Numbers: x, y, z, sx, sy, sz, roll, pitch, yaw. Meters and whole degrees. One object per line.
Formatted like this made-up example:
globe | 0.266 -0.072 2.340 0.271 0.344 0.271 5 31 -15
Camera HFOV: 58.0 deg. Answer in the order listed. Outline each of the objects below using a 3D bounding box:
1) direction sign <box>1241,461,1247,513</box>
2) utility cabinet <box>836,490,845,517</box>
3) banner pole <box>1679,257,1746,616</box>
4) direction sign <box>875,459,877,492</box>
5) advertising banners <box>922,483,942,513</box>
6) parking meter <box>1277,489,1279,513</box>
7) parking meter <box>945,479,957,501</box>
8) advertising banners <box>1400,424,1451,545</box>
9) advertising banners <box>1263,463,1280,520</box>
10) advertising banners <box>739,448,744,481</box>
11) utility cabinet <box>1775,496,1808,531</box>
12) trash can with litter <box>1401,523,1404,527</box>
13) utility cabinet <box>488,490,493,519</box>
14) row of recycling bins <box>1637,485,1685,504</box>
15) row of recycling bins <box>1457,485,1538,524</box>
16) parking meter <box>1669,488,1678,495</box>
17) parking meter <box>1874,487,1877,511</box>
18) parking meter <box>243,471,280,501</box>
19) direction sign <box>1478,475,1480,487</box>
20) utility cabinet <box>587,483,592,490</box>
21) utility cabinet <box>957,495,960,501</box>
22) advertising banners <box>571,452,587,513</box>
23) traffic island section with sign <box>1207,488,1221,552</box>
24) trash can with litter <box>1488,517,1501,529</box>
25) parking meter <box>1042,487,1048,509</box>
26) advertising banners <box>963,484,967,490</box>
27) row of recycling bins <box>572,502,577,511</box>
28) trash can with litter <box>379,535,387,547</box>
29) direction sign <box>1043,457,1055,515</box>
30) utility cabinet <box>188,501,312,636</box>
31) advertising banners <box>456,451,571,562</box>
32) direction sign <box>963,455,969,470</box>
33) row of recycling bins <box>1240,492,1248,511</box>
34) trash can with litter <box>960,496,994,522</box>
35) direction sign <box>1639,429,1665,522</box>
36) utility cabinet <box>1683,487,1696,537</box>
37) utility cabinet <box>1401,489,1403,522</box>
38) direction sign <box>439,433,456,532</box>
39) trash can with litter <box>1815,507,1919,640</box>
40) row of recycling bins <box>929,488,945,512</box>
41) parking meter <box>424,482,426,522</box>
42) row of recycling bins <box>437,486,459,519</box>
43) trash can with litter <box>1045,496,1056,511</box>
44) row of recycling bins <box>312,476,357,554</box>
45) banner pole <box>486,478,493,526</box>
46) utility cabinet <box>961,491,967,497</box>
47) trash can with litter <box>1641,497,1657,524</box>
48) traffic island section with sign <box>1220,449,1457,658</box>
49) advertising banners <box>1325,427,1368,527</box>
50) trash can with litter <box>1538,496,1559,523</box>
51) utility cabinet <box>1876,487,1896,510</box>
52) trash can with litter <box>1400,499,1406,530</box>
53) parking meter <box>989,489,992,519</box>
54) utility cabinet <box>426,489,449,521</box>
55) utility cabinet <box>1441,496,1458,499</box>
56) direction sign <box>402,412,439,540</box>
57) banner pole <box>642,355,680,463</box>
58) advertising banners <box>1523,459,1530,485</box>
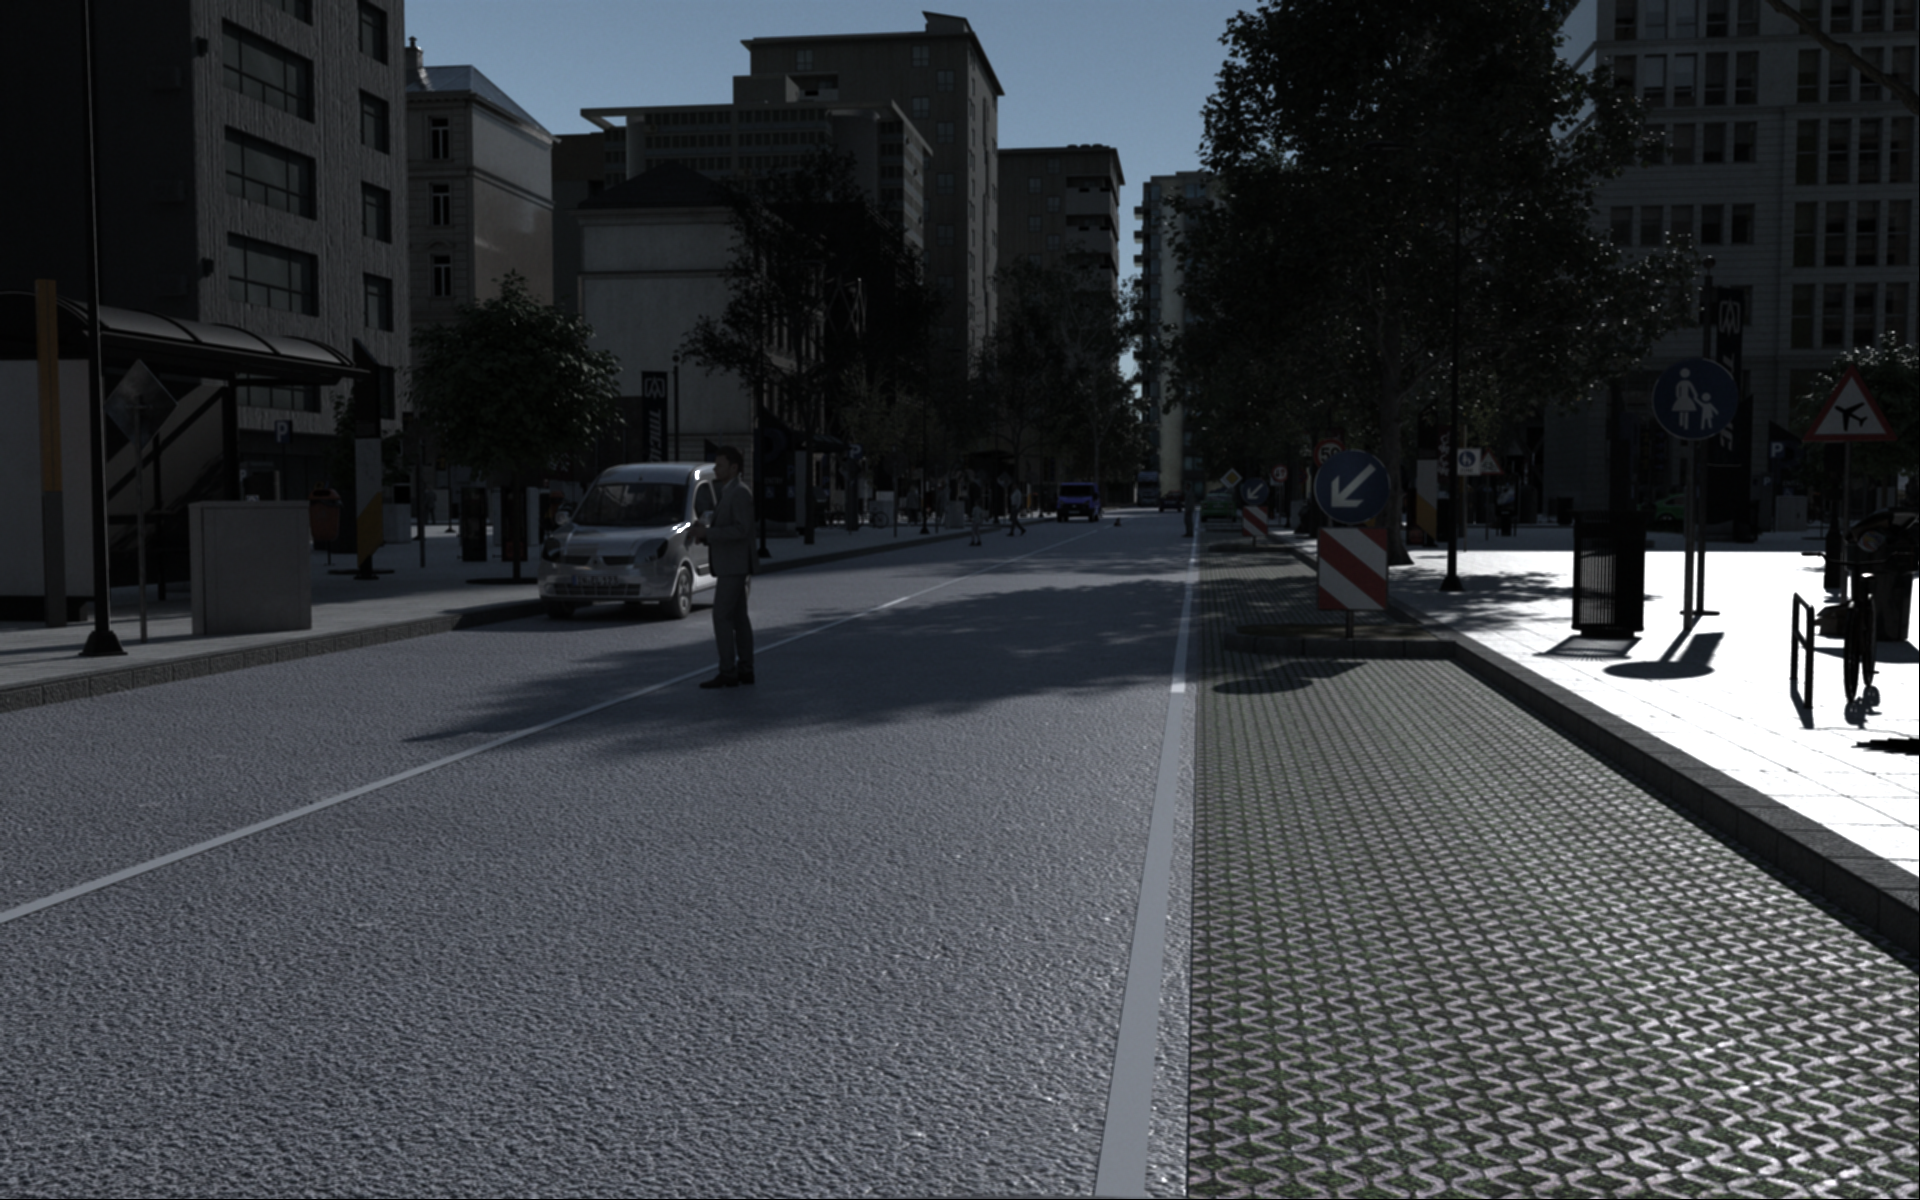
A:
direction sign | 19.549 -7.772 119.066 0.379 3.537 0.876 2 4 28
utility cabinet | -6.852 -5.378 96.613 1.173 1.500 0.318 3 5 45
banner pole | 8.089 -1.742 18.491 0.863 3.779 0.401 -2 4 -32
direction sign | -4.738 -6.475 97.861 0.379 3.537 0.876 -1 4 -10
advertising banners | -2.055 -7.056 111.549 2.074 3.025 0.090 -1 4 -14
parking meter | 21.603 -6.806 116.984 0.255 1.863 0.399 -2 4 -29
parking meter | -0.340 -3.715 66.453 0.399 1.863 0.255 3 5 40
advertising banners | 11.434 -2.893 43.493 2.074 3.025 0.090 0 4 -6
advertising banners | 15.722 -5.573 87.302 0.090 3.025 2.074 -1 4 -17
advertising banners | -8.888 -4.332 67.017 0.090 3.025 2.074 -3 4 -38
utility cabinet | 28.575 -2.959 59.545 1.020 1.237 0.306 0 4 -7
trash can with litter | 15.986 -3.246 64.462 1.055 1.170 0.624 1 4 21
utility cabinet | -22.935 -4.740 86.174 1.173 1.500 0.318 2 4 33
row of recycling bins | 30.776 -4.268 76.887 3.534 1.692 1.069 -1 4 -21
row of recycling bins | 23.103 -4.141 74.824 3.534 1.692 1.069 0 4 1
parking meter | 29.293 -3.837 71.138 0.372 1.533 0.369 0 3 0
parking meter | 40.858 -4.362 77.030 0.399 1.863 0.255 2 4 28
parking meter | -7.670 -0.650 19.046 0.372 1.533 0.369 0 3 0
direction sign | 29.993 -6.613 100.123 0.379 3.537 0.876 1 4 13
utility cabinet | -6.826 -1.580 34.516 1.173 1.500 0.318 1 4 17
utility cabinet | -0.548 -7.771 138.217 1.020 1.237 0.306 0 4 3
advertising banners | -7.446 -2.391 35.284 2.074 3.025 0.090 1 4 23
traffic island section with sign | 7.195 -2.104 43.031 1.989 1.847 2.006 0 4 8
trash can with litter | 19.830 -3.207 63.816 0.624 1.170 1.055 -1 4 -16
parking meter | 6.726 -8.056 137.428 0.399 1.863 0.255 -1 4 -13
advertising banners | 0.658 -6.575 103.683 0.090 3.025 2.074 2 4 30
row of recycling bins | -12.209 -3.161 58.801 1.069 1.692 3.534 -3 5 -41
trash can with litter | -14.370 -1.862 41.830 0.624 1.170 1.055 1 4 14
direction sign | 5.450 -6.967 105.903 0.876 3.537 0.379 3 5 41
utility cabinet | -6.593 -0.302 16.106 0.306 1.237 1.020 3 5 43
advertising banners | -8.514 -2.246 32.905 2.074 3.025 0.090 0 4 -3
direction sign | 0.632 -6.640 100.554 0.876 3.537 0.379 1 4 13
row of recycling bins | 23.017 -7.911 136.458 1.069 1.692 3.534 2 4 29
trash can with litter | 0.664 -4.159 79.057 2.233 1.210 1.678 -1 4 -22
direction sign | 24.129 -4.188 60.463 0.876 3.537 0.379 0 4 -3
utility cabinet | 21.722 -2.554 50.442 1.173 1.500 0.318 1 4 22
utility cabinet | 19.740 -4.249 78.157 0.318 1.500 1.173 0 4 7
direction sign | -17.085 -4.034 57.948 0.876 3.537 0.379 0 4 -7
trash can with litter | 8.015 -0.248 15.442 0.624 1.170 1.055 0 4 -8
row of recycling bins | -1.810 -7.132 123.716 1.069 1.692 3.534 -2 4 -33
parking meter | -24.439 -4.467 78.746 0.255 1.863 0.399 0 4 -7
row of recycling bins | -26.018 -5.102 90.534 1.069 1.692 3.534 1 4 22
trash can with litter | 6.441 -6.776 122.179 0.624 1.170 1.055 -2 4 -29
row of recycling bins | -13.754 -1.931 38.677 1.069 1.692 3.534 -2 4 -28
banner pole | -19.058 -4.865 69.552 0.863 3.779 0.401 1 4 18
utility cabinet | 0.651 -7.774 135.783 1.173 1.500 0.318 1 4 9
trash can with litter | 25.280 -3.151 62.898 1.055 1.170 0.624 2 4 23
traffic island section with sign | 3.464 -0.456 16.086 1.989 1.847 2.006 0 4 8
advertising banners | 10.478 -2.985 44.993 2.074 3.025 0.090 2 4 29
trash can with litter | 26.027 -4.040 77.111 2.233 1.210 1.678 -1 4 -8
utility cabinet | 29.577 -2.810 54.616 1.173 1.500 0.318 3 4 37
trash can with litter | 15.149 -3.075 61.342 2.233 1.210 1.678 -3 5 -42
parking meter | 1.464 -4.996 90.100 0.372 1.533 0.369 0 3 0
utility cabinet | -24.893 -4.524 82.653 1.173 1.500 0.318 1 4 19
utility cabinet | 18.061 -3.232 64.004 0.306 1.237 1.020 0 4 -4
direction sign | -15.021 -3.423 47.968 0.379 3.537 0.876 3 5 40
banner pole | -5.316 -2.515 31.145 0.863 3.779 0.401 -2 4 -23
advertising banners | 27.807 -5.523 86.491 0.090 3.025 2.074 -1 4 -16
